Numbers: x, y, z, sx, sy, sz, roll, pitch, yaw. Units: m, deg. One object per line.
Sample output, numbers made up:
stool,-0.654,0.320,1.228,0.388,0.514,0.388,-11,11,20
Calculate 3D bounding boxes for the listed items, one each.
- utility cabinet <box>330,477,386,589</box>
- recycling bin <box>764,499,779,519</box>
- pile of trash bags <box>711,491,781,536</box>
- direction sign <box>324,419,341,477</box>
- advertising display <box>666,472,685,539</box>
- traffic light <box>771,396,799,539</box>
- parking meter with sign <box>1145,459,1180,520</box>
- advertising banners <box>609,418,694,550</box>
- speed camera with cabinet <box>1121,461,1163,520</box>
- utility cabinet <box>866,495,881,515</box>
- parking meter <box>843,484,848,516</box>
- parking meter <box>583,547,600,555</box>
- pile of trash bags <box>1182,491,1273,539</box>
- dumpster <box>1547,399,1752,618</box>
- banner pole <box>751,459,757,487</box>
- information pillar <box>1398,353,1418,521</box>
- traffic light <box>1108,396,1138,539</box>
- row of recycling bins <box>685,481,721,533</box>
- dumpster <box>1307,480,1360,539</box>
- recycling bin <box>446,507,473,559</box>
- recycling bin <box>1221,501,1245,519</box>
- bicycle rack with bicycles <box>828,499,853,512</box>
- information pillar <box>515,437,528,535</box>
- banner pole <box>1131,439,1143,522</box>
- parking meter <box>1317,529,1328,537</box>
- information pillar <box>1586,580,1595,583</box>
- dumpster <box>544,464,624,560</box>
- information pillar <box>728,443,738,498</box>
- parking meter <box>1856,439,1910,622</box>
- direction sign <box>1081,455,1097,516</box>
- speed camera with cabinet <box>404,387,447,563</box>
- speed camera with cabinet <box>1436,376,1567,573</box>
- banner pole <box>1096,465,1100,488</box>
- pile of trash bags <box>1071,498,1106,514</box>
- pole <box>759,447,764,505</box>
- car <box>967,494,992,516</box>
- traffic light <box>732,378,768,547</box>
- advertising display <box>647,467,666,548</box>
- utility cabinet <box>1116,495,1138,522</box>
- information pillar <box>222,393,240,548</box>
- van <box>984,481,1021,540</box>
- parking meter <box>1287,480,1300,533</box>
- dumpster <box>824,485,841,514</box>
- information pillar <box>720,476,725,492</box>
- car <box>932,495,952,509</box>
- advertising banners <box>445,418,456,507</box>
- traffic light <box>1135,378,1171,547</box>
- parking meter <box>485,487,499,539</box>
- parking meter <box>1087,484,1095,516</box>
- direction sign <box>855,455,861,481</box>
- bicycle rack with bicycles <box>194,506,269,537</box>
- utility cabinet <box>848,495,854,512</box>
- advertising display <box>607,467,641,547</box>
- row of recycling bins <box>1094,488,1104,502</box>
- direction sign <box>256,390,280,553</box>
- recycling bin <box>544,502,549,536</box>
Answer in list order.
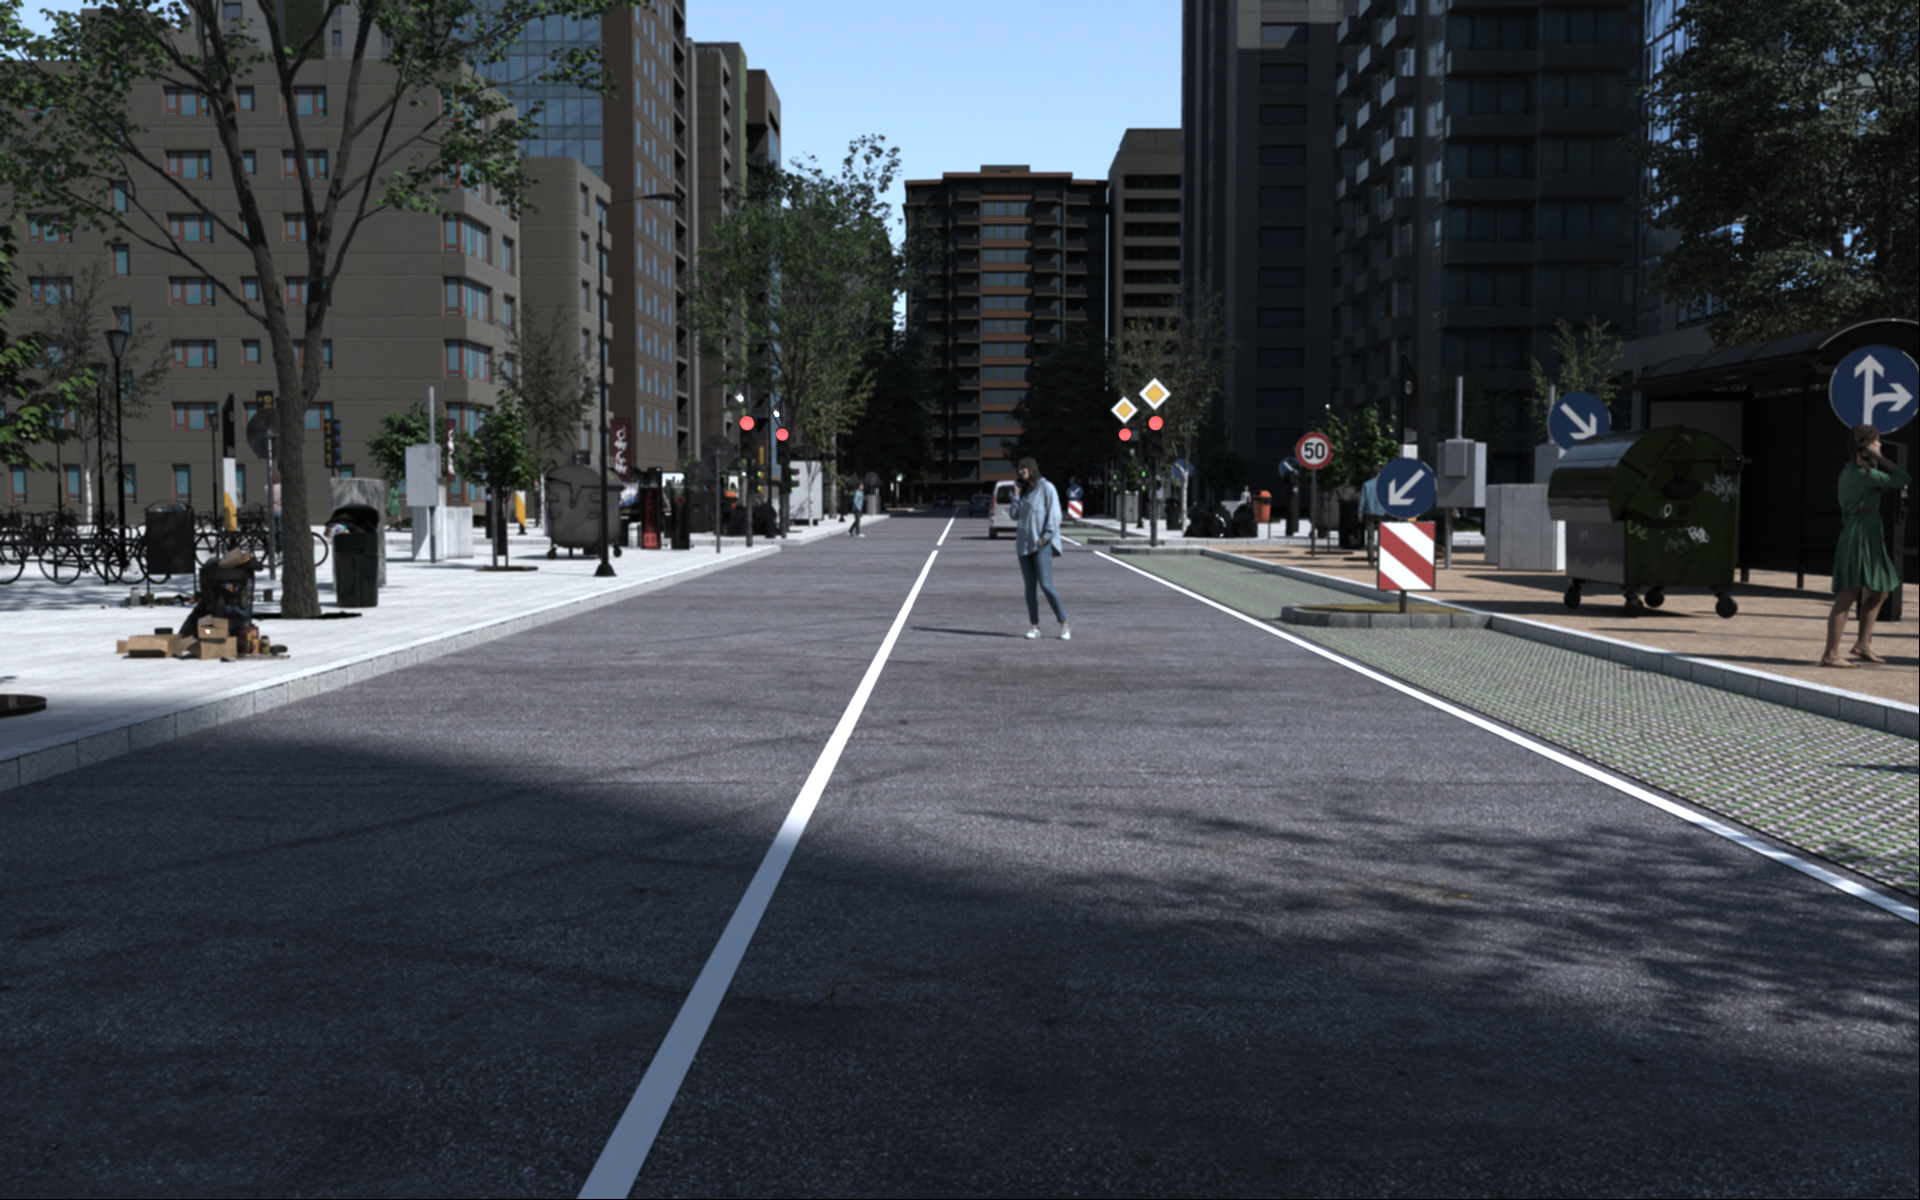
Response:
utility cabinet,-8.129,-0.904,23.465,0.318,1.500,1.173,0,4,2
recycling bin,-9.795,-4.738,90.026,0.722,1.027,0.722,0,4,-3
pile of trash bags,-6.878,-2.728,54.350,1.912,1.369,3.447,-1,4,-22
direction sign,-18.983,-3.698,52.460,0.379,3.537,0.876,1,4,10
advertising display,-8.353,-2.729,49.827,0.974,1.923,0.123,-3,4,-39
traffic light,-5.063,-3.727,49.852,0.839,4.253,0.868,0,4,0
parking meter with sign,10.141,-5.515,86.430,1.738,3.016,0.543,0,4,-4
advertising banners,-7.127,-2.677,39.950,2.074,3.025,0.090,1,4,16
speed camera with cabinet,9.008,-5.587,85.680,2.038,3.252,0.660,0,4,3
utility cabinet,-5.329,-5.863,107.029,0.306,1.237,1.020,3,5,40
parking meter,-6.899,-5.993,103.695,0.255,1.863,0.399,-2,4,-26
parking meter,-7.693,-1.871,36.296,0.399,1.863,0.255,2,4,31
pile of trash bags,8.017,-2.495,50.546,1.912,1.369,3.447,-2,4,-25
dumpster,7.387,-0.988,18.641,1.502,2.255,1.985,0,4,0
banner pole,-8.904,-5.143,74.112,0.401,3.779,0.863,2,4,29
information pillar,7.506,-2.305,29.039,0.183,3.616,0.504,3,5,43
traffic light,4.699,-3.726,49.838,0.839,4.253,0.868,0,4,0
row of recycling bins,-8.743,-3.118,58.089,1.069,1.692,3.534,0,4,3
dumpster,10.764,-2.690,49.740,1.264,1.857,1.865,0,4,0
recycling bin,-10.221,-1.347,34.581,0.722,1.027,0.722,3,5,40
recycling bin,9.737,-3.013,61.813,0.722,1.027,0.722,1,4,23
bicycle rack with bicycles,-8.514,-6.667,122.389,2.925,0.926,2.852,-3,5,-44
information pillar,-13.803,-3.852,54.338,0.183,3.616,0.504,1,4,15
banner pole,7.952,-5.456,79.215,0.863,3.779,0.401,1,4,14
parking meter,10.807,-2.806,51.583,0.255,1.863,0.399,0,3,0
information pillar,9.178,-1.268,25.224,0.304,2.012,0.304,-2,4,-28
dumpster,-7.450,-1.748,34.335,1.264,1.857,1.865,0,4,0
information pillar,-10.418,-5.401,79.662,0.504,3.616,0.183,-2,4,-34
parking meter,9.311,-0.719,17.468,0.255,1.863,0.399,-3,5,-41
direction sign,7.445,-6.600,99.899,0.876,3.537,0.379,0,4,-2
speed camera with cabinet,-10.096,-2.348,32.719,0.660,3.252,2.038,-1,4,-12
speed camera with cabinet,9.065,-2.119,28.977,2.038,3.252,0.660,2,4,35
banner pole,9.684,-8.130,122.936,0.863,3.779,0.401,-3,5,-41
pile of trash bags,8.466,-6.190,110.954,3.447,1.369,1.912,3,5,43
pole,-8.588,-4.951,74.800,0.158,3.312,0.155,0,3,0
car,1.446,-6.283,114.730,2.014,1.417,4.499,0,4,0
traffic light,-5.087,-3.238,41.867,0.839,4.253,0.868,0,4,0
advertising display,-7.279,-2.210,41.348,0.123,1.923,0.974,-2,4,-24
utility cabinet,7.755,-4.212,80.033,1.020,1.237,0.306,1,4,21
information pillar,-16.804,-2.967,39.860,0.183,3.616,0.504,0,4,-1
van,1.768,-2.984,55.800,2.013,2.044,4.112,0,4,2
parking meter,11.107,-3.183,57.752,0.399,1.863,0.255,-2,4,-34
dumpster,-8.097,-6.346,109.509,1.264,1.857,1.865,0,4,0
information pillar,-9.568,-3.970,69.396,0.304,2.012,0.304,-1,4,-18
car,-1.751,-9.671,170.701,1.945,1.354,3.894,0,4,-1
advertising banners,-11.945,-2.651,39.536,0.090,3.025,2.074,1,4,10
traffic light,4.674,-3.237,41.853,0.839,4.253,0.868,0,4,0
parking meter,-13.410,-2.522,49.644,0.372,1.533,0.369,0,3,0
parking meter,7.661,-5.856,101.449,0.399,1.863,0.255,-1,4,-9
direction sign,-5.923,-6.668,101.021,0.379,3.537,0.876,-2,4,-24
bicycle rack with bicycles,-21.515,-2.370,52.136,2.925,0.926,2.852,-2,4,-25
utility cabinet,-8.035,-6.926,124.396,0.306,1.237,1.020,2,4,31
advertising display,-8.224,-2.250,41.997,0.974,1.923,0.123,0,4,-5
row of recycling bins,10.344,-6.541,114.058,3.534,1.692,1.069,0,4,-8
direction sign,-14.929,-2.813,37.990,0.876,3.537,0.379,-1,4,-10
recycling bin,-12.180,-2.453,52.658,0.722,1.027,0.722,-3,4,-37
